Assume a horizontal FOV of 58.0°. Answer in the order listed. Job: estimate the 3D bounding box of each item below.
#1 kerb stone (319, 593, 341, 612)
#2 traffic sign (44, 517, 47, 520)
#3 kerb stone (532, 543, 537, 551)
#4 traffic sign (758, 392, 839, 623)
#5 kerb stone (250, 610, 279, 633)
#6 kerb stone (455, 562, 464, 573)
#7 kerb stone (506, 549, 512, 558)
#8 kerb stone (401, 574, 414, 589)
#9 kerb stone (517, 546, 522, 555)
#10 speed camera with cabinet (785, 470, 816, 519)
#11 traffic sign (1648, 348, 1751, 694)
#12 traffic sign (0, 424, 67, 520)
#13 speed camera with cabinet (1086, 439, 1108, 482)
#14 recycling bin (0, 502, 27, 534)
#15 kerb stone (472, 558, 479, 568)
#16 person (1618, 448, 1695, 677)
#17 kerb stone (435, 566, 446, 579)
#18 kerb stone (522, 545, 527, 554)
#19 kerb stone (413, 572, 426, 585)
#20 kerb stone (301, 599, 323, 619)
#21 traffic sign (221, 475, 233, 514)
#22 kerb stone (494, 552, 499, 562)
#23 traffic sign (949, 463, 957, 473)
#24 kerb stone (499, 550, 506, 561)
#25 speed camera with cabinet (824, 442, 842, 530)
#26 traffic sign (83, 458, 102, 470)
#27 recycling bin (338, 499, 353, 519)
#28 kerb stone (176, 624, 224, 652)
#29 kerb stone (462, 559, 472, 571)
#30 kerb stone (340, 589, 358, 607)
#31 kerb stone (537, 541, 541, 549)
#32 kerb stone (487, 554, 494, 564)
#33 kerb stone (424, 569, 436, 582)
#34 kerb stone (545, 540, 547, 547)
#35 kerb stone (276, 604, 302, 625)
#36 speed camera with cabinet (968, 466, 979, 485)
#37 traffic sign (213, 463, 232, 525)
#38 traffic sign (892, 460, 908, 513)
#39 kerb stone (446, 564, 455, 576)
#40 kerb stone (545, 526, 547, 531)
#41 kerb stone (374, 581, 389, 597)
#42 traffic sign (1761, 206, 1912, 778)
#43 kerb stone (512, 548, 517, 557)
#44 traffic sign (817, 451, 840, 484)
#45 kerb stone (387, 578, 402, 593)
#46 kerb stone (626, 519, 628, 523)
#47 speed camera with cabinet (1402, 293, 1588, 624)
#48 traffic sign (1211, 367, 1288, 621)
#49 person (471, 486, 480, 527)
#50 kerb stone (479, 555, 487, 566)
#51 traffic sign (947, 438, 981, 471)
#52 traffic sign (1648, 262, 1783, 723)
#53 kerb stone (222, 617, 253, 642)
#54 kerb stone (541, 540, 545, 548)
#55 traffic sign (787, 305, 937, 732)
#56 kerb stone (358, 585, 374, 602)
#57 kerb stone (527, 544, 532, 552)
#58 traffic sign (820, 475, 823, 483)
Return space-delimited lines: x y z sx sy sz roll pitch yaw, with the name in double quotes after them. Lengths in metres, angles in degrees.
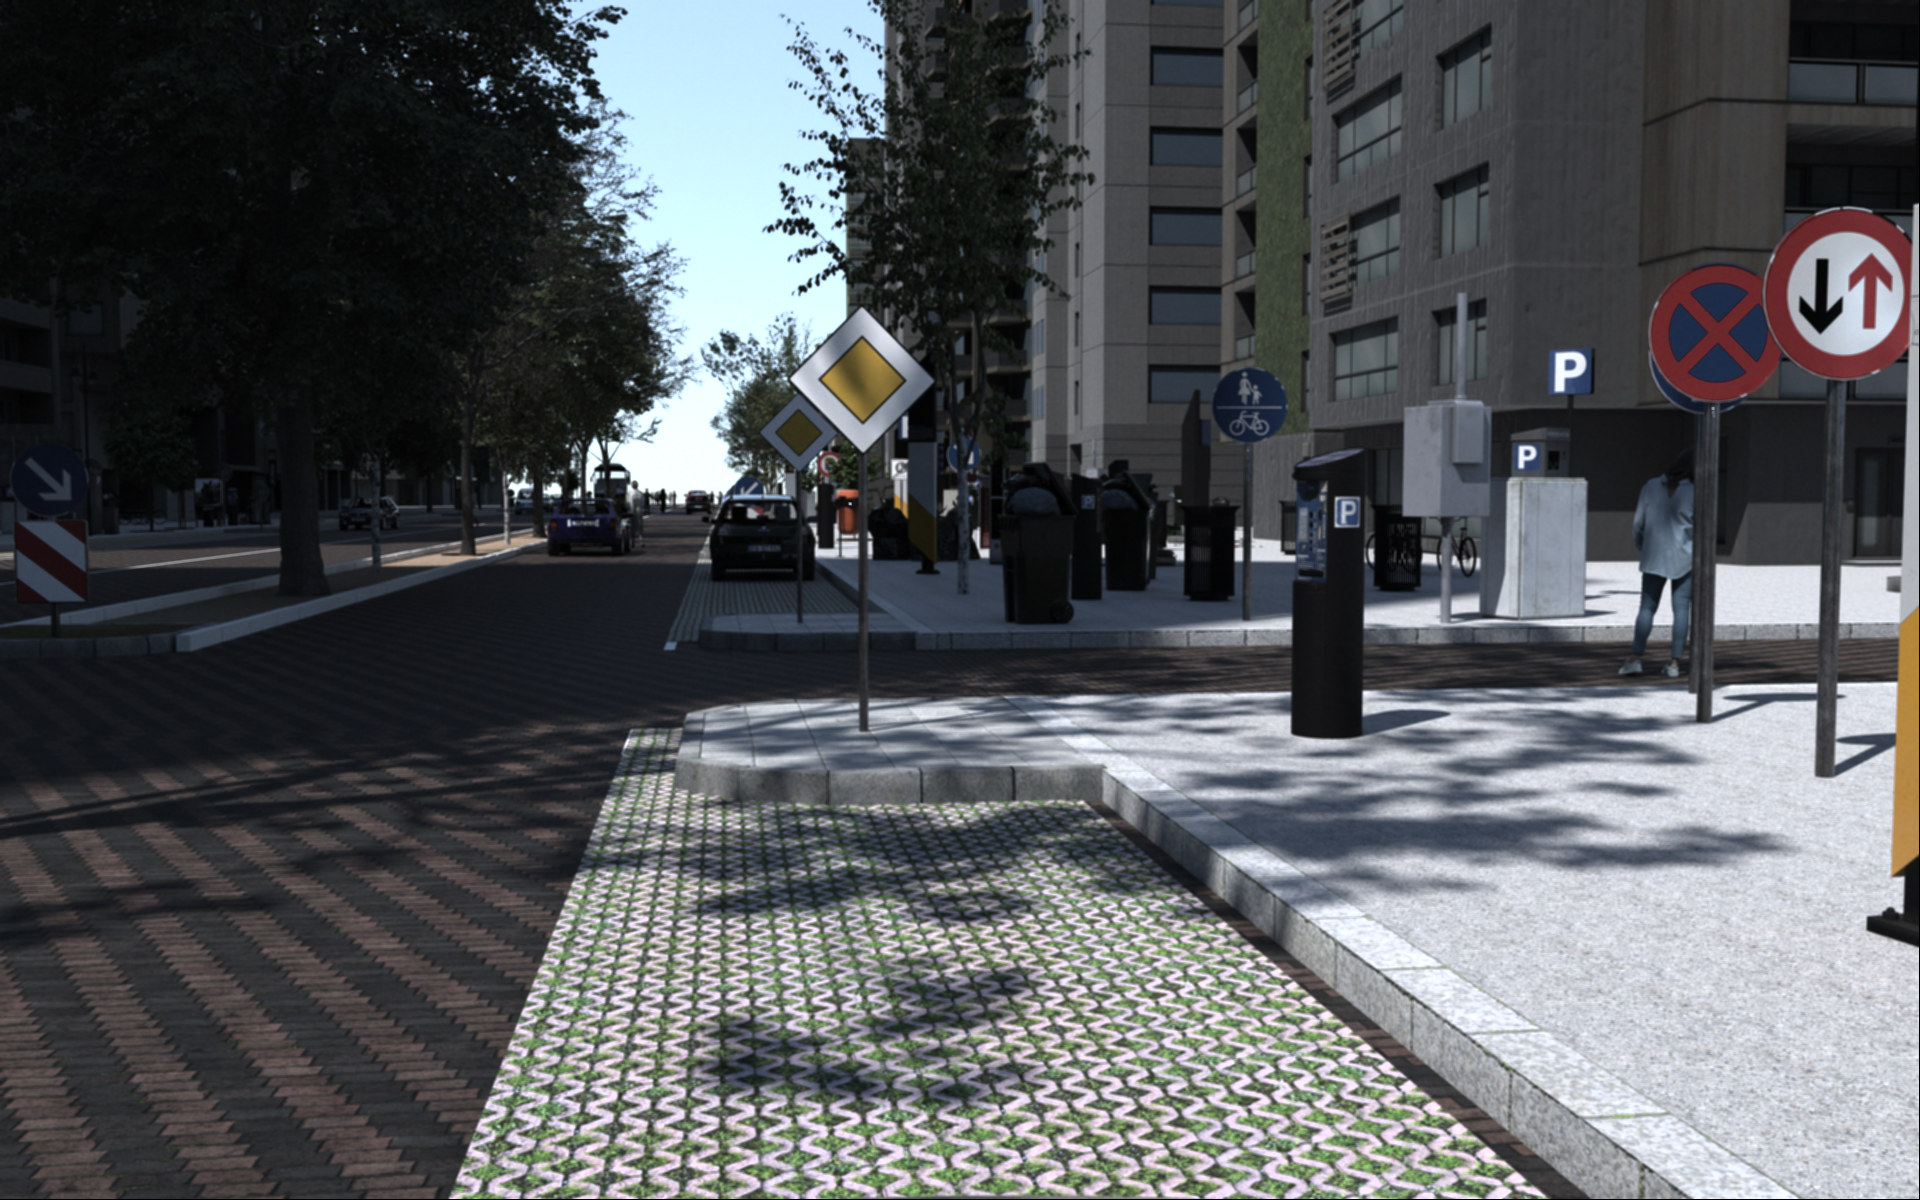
-7.819 0.055 21.320 0.120 0.150 1.000 0 4 -8 "kerb stone"
-27.477 -3.174 51.999 0.768 2.556 0.104 0 4 -1 "traffic sign"
-10.859 -1.314 43.672 0.120 0.150 1.000 0 4 -8 "kerb stone"
-1.598 -0.829 17.204 0.795 2.450 0.064 0 4 -8 "traffic sign"
-7.406 0.243 18.274 0.120 0.150 1.000 0 4 -8 "kerb stone"
-9.203 -0.562 31.492 0.120 0.150 1.000 0 4 -8 "kerb stone"
-10.163 -1.003 38.591 0.120 0.150 1.000 0 4 -8 "kerb stone"
-8.507 -0.257 26.400 0.120 0.150 1.000 0 4 -8 "kerb stone"
-10.447 -1.120 40.622 0.120 0.150 1.000 0 4 -8 "kerb stone"
-8.010 -5.701 87.554 0.660 3.252 2.038 -2 4 -33 "speed camera with cabinet"
4.735 -0.671 11.076 0.768 2.556 0.104 0 4 -3 "traffic sign"
-27.083 -3.448 50.242 2.265 3.308 0.079 0 4 -5 "traffic sign"
4.459 -4.110 61.542 0.660 3.252 2.038 3 5 44 "speed camera with cabinet"
-30.436 -2.640 55.720 0.722 1.027 0.722 -2 4 -30 "recycling bin"
-9.482 -0.692 33.517 0.120 0.150 1.000 0 4 -8 "kerb stone"
5.555 -0.297 13.623 0.793 1.790 0.793 0 4 -4 "person"
-8.924 -0.444 29.456 0.120 0.150 1.000 0 4 -8 "kerb stone"
-10.579 -1.189 41.639 0.120 0.150 1.000 0 4 -8 "kerb stone"
-8.649 -0.319 27.421 0.120 0.150 1.000 0 4 -8 "kerb stone"
-7.677 0.120 20.300 0.120 0.150 1.000 0 4 -8 "kerb stone"
-30.540 -4.323 71.864 0.795 2.450 0.064 0 4 -5 "traffic sign"
-9.903 -0.879 36.559 0.120 0.150 1.000 0 4 -8 "kerb stone"
0.084 -2.769 45.386 0.768 2.556 0.104 0 4 2 "traffic sign"
-10.022 -0.941 37.574 0.120 0.150 1.000 0 4 -8 "kerb stone"
-4.248 -4.190 62.848 0.660 3.252 2.038 -2 4 -29 "speed camera with cabinet"
-31.082 -3.783 61.955 0.768 2.556 0.104 0 4 -7 "traffic sign"
-31.198 -4.631 88.273 0.722 1.027 0.722 3 5 43 "recycling bin"
-7.132 0.364 16.244 0.120 0.150 1.000 0 4 -8 "kerb stone"
-9.344 -0.631 32.504 0.120 0.150 1.000 0 4 -8 "kerb stone"
-7.960 -0.008 22.333 0.120 0.150 1.000 0 4 -8 "kerb stone"
-11.000 -1.374 44.692 0.120 0.150 1.000 0 4 -8 "kerb stone"
-9.753 -0.811 35.544 0.120 0.150 1.000 0 4 -8 "kerb stone"
-8.788 -0.382 28.440 0.120 0.150 1.000 0 4 -8 "kerb stone"
-11.271 -1.500 46.723 0.120 0.150 1.000 0 4 -8 "kerb stone"
-7.545 0.178 19.286 0.120 0.150 1.000 0 4 -8 "kerb stone"
0.468 -4.656 70.466 0.660 3.252 2.038 0 4 2 "speed camera with cabinet"
-30.081 -4.316 70.677 0.768 2.556 0.104 0 4 -5 "traffic sign"
-1.733 -3.007 51.298 0.606 2.300 0.079 0 3 0 "traffic sign"
-9.065 -0.506 30.474 0.120 0.150 1.000 0 4 -8 "kerb stone"
-16.529 -2.904 69.793 0.120 0.150 1.000 0 4 -8 "kerb stone"
-8.233 -0.128 24.374 0.120 0.150 1.000 0 4 -8 "kerb stone"
3.927 -0.470 7.789 0.768 2.556 0.104 0 4 -5 "traffic sign"
-10.310 -1.065 39.602 0.120 0.150 1.000 0 4 -8 "kerb stone"
-3.889 -3.165 51.851 0.768 2.556 0.104 0 4 -4 "traffic sign"
-8.366 -0.195 25.387 0.120 0.150 1.000 0 4 -8 "kerb stone"
-17.066 -4.109 89.376 0.120 0.150 1.000 0 4 -8 "kerb stone"
5.466 -1.425 17.635 2.038 3.252 0.660 -2 4 -28 "speed camera with cabinet"
2.906 -1.063 17.489 0.768 2.556 0.104 0 4 2 "traffic sign"
-21.134 -4.064 75.299 0.624 1.780 0.694 -2 4 -35 "person"
-9.609 -0.754 34.531 0.120 0.150 1.000 0 4 -8 "kerb stone"
0.090 -2.391 39.206 0.768 2.556 0.104 0 4 -1 "traffic sign"
4.176 -0.583 9.644 0.768 2.556 0.104 0 4 0 "traffic sign"
-7.267 0.304 17.257 0.120 0.150 1.000 0 4 -8 "kerb stone"
-11.132 -1.436 45.705 0.120 0.150 1.000 0 4 -8 "kerb stone"
-0.523 -0.346 9.292 0.795 2.450 0.064 0 4 -8 "traffic sign"
-8.096 -0.071 23.361 0.120 0.150 1.000 0 4 -8 "kerb stone"
-10.721 -1.252 42.659 0.120 0.150 1.000 0 4 -8 "kerb stone"
-7.099 -5.581 91.348 0.768 2.556 0.104 0 4 -1 "traffic sign"
